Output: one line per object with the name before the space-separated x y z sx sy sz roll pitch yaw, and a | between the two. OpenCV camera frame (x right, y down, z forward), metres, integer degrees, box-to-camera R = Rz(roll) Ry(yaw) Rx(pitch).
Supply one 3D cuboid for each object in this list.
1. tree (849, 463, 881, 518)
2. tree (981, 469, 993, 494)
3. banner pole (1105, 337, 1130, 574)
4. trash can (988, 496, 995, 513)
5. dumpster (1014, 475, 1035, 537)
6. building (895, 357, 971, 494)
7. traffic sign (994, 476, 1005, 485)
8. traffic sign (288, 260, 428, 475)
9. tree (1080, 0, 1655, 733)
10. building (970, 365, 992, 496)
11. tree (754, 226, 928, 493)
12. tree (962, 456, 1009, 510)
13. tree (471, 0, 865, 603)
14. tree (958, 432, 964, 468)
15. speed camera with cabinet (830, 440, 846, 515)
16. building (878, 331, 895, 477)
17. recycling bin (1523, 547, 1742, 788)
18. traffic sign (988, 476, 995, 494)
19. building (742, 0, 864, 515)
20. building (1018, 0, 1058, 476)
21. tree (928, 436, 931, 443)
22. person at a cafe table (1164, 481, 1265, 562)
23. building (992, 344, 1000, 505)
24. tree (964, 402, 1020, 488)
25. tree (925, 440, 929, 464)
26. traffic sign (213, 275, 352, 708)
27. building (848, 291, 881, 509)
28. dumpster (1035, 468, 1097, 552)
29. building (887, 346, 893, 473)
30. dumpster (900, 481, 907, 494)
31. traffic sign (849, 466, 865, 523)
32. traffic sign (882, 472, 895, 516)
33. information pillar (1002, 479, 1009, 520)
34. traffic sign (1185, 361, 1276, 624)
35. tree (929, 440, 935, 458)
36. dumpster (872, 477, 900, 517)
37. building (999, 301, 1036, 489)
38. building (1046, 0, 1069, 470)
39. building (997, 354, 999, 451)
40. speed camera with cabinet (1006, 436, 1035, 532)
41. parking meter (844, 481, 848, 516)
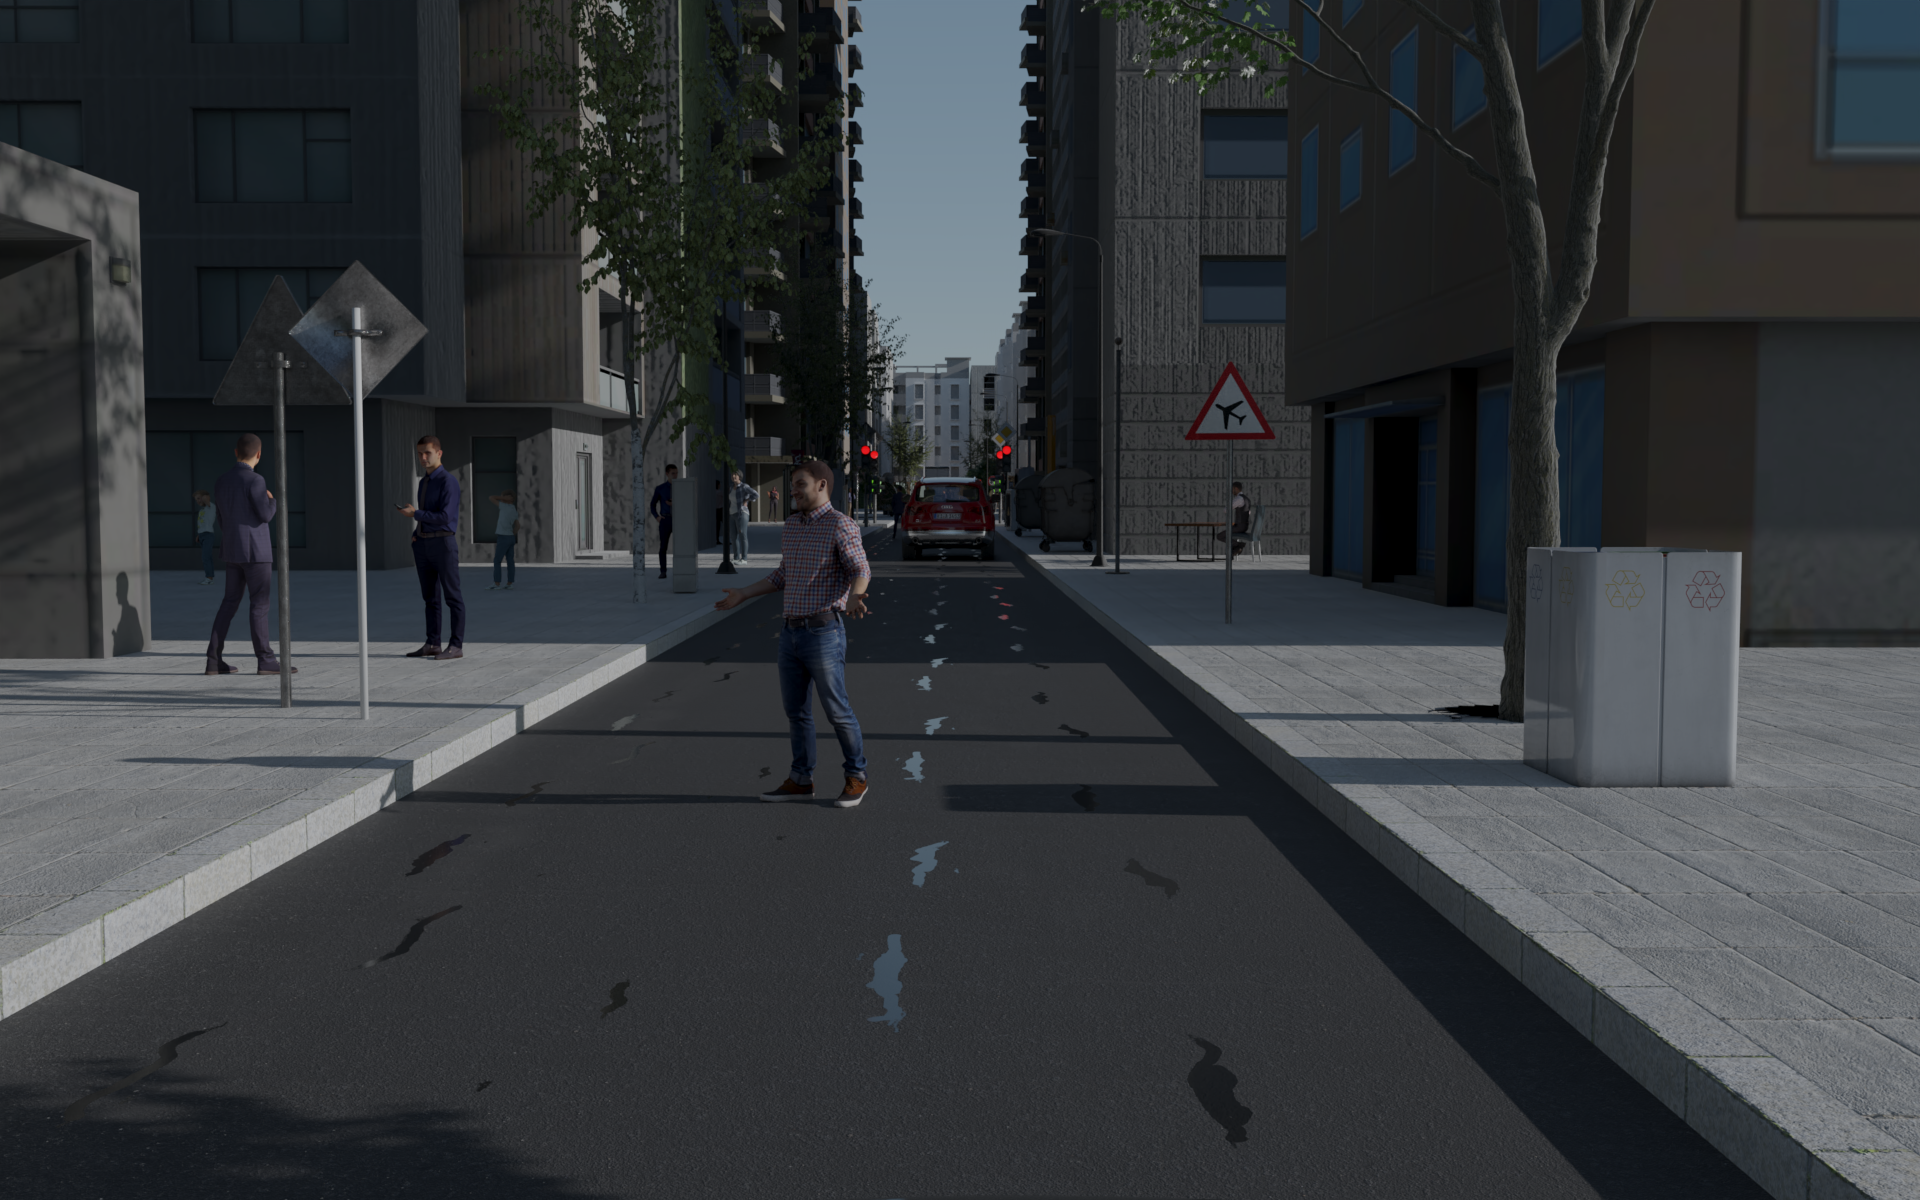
tree | -4.934 -6.063 93.723 1.663 3.219 1.824 0 3 0
tree | 1.906 -8.515 133.827 1.663 3.219 1.824 0 3 0
banner pole | 2.550 -2.322 27.975 0.401 3.779 0.863 0 4 5
trash can | 2.193 -6.563 118.958 0.748 1.137 0.748 0 3 0
dumpster | 2.279 -2.856 52.451 1.264 1.857 1.865 0 4 0
building | -4.184 -23.802 245.579 11.380 20.091 16.016 0 4 0
traffic sign | 2.347 -6.009 98.256 0.884 2.594 0.081 0 4 5
traffic sign | -3.412 -0.617 9.824 0.795 2.593 0.064 0 4 2
tree | 3.366 -5.131 9.652 9.928 11.665 9.643 0 3 0
building | 17.245 -23.227 246.210 31.486 18.905 16.747 0 4 0
tree | -3.810 -5.952 47.684 4.360 8.622 3.978 0 3 0
tree | 2.390 -9.728 142.766 4.285 4.588 4.351 0 3 0
tree | -3.540 -4.264 20.073 4.737 8.622 4.395 0 3 0
tree | 1.720 -14.540 188.087 4.360 8.622 3.978 0 3 0
speed camera with cabinet | -4.557 -4.264 64.046 0.660 3.252 2.038 0 4 -1
building | -16.035 -20.964 199.174 16.016 20.091 11.380 0 4 0
recycling bin | 3.046 0.285 7.902 0.722 1.027 0.722 0 4 -2
traffic sign | 2.308 -7.409 121.242 0.768 2.556 0.104 0 4 1
building | -18.866 -29.337 134.277 22.147 44.769 28.867 0 4 0
building | 15.896 -29.419 135.627 22.147 44.769 28.867 0 4 0
tree | -4.584 -11.599 140.008 4.360 8.622 3.978 0 3 0
person at a cafe table | 4.993 -1.503 33.092 1.622 1.524 1.698 2 4 30
building | 12.993 -20.887 207.961 16.747 18.905 31.486 0 4 0
tree | 2.686 -11.447 137.517 4.360 8.622 3.978 0 3 0
tree | -4.170 -6.449 55.800 4.737 8.622 4.395 0 3 0
traffic sign | -4.047 -0.632 10.332 0.884 2.594 0.081 1 4 9
building | -16.537 -18.343 166.359 16.747 18.905 31.486 0 4 0
dumpster | 2.403 -2.016 38.727 1.264 1.857 1.865 0 4 0
building | -24.328 -21.336 215.295 31.486 18.905 16.747 0 4 0
dumpster | -4.569 -7.435 124.061 1.502 2.255 1.985 0 4 0
traffic sign | -4.630 -4.756 77.875 0.768 2.556 0.104 0 4 4
traffic sign | -4.182 -6.162 100.848 0.768 2.556 0.104 0 4 2
information pillar | 2.277 -5.031 86.751 0.304 2.012 0.304 0 4 -2
traffic sign | 2.656 -1.044 17.078 0.884 2.594 0.081 0 4 8
tree | -4.667 -12.511 154.922 4.737 8.622 4.395 0 3 0
dumpster | -4.341 -5.857 98.263 1.502 2.255 1.985 0 4 0
building | 12.432 -19.495 175.167 16.016 20.091 11.380 0 4 0
building | 17.203 -24.642 94.785 23.993 40.220 32.217 0 4 0
building | 12.084 -20.190 186.524 16.016 20.091 11.380 0 4 0
speed camera with cabinet | 2.065 -4.016 59.995 0.660 3.252 2.038 -1 4 -11
parking meter | -5.033 -4.258 75.336 0.255 1.863 0.399 -1 4 -11
